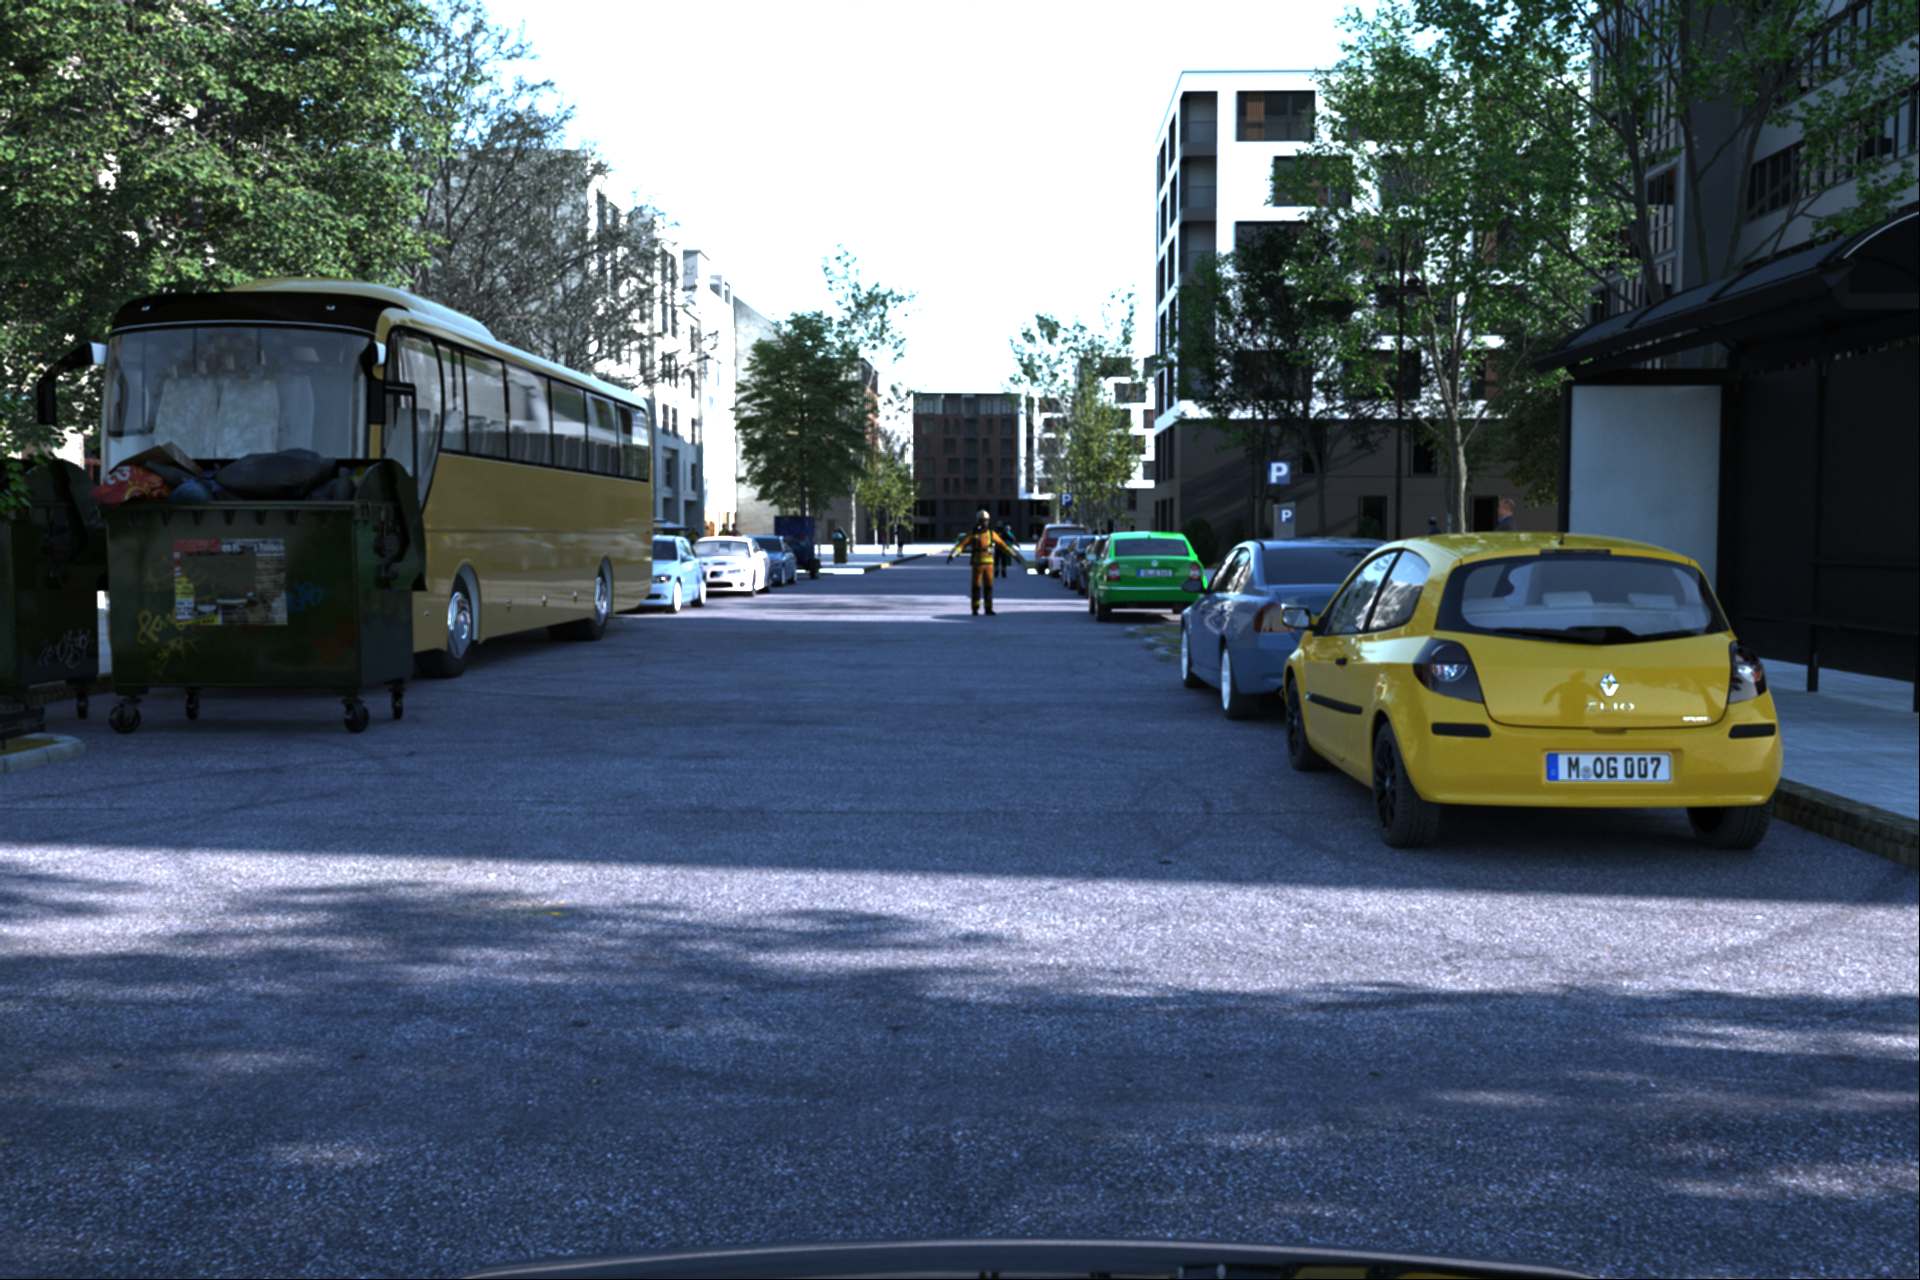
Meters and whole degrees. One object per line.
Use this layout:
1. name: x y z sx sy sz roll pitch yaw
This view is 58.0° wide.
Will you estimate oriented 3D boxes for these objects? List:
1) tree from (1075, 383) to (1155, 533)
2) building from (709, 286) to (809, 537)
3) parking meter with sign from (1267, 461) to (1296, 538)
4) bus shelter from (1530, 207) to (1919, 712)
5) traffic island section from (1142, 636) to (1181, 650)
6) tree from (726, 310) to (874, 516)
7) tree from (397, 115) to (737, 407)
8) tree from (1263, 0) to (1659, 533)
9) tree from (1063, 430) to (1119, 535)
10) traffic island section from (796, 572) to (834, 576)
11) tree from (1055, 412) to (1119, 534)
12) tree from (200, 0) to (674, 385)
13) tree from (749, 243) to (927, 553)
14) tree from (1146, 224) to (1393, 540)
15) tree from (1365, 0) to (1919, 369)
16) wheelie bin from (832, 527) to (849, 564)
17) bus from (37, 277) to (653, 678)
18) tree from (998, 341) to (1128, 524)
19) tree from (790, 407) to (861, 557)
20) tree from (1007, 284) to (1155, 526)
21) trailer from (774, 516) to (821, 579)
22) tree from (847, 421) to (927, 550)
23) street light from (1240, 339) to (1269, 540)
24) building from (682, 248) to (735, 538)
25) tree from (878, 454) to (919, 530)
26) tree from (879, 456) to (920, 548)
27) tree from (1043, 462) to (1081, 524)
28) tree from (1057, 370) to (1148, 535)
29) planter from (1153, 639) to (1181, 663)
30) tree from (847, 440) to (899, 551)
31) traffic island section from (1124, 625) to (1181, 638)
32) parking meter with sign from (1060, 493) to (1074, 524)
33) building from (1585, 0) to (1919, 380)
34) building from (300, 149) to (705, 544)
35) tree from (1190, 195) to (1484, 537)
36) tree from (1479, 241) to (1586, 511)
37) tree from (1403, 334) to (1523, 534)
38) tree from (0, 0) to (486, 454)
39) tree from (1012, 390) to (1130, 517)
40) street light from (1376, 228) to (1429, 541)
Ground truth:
1. tree: 7.546 -8.205 84.507 4.360 8.622 3.978 0 3 0
2. building: -22.529 -18.846 139.056 19.493 23.208 18.063 0 4 1
3. parking meter with sign: 7.619 -2.725 40.814 0.543 3.016 1.738 0 4 2
4. bus shelter: 6.188 -1.179 13.197 2.014 3.302 5.546 0 4 1
5. traffic island section: 3.336 0.055 21.968 1.991 0.108 1.994 0 4 2
6. tree: -7.999 -10.368 87.637 7.486 12.596 7.792 0 3 0
7. tree: -11.733 -8.551 50.173 12.009 13.543 11.850 0 3 0
8. tree: 9.666 -6.603 33.713 9.928 11.665 9.643 0 3 0
9. tree: 8.683 -10.343 119.465 4.360 8.622 3.978 0 3 0
10. traffic island section: -5.451 -2.311 60.654 1.991 0.108 1.994 0 4 1
11. tree: 7.683 -9.236 101.376 4.360 8.622 3.978 0 3 0
12. tree: -11.471 -7.804 37.970 12.009 13.543 11.850 0 3 0
13. tree: -8.238 -15.886 115.618 12.611 20.169 13.585 0 3 0
14. tree: 10.247 -8.073 57.750 9.928 11.665 9.643 0 3 0
15. tree: 8.799 -5.806 20.690 9.928 11.665 9.643 0 3 0
16. wheelie bin: -5.145 -4.062 74.319 0.693 1.594 0.980 0 4 2
17. bus: -6.092 -1.769 20.463 2.896 3.916 12.252 0 4 1
18. tree: 10.903 -19.109 168.315 12.611 20.169 13.585 0 3 0
19. tree: -8.028 -8.918 96.172 4.360 8.622 3.978 0 3 0
20. tree: 10.641 -16.780 130.244 12.611 20.169 13.585 0 3 0
21. trailer: -5.282 -2.913 54.670 1.471 1.999 3.904 0 4 2
22. tree: -6.269 -12.780 143.360 7.601 10.594 8.767 -3 4 -39
23. street light: 6.972 -4.180 41.131 0.468 5.910 1.993 0 4 1
24. building: -22.037 -15.888 116.185 16.016 20.090 11.380 0 4 1
25. tree: -5.674 -12.797 159.587 4.737 8.622 4.395 0 3 0
26. tree: -5.682 -12.490 154.577 4.737 8.622 4.395 0 3 0
27. tree: 9.245 -12.473 154.301 4.737 8.622 4.395 0 3 0
28. tree: 6.284 -7.762 77.275 4.737 8.622 4.395 0 3 0
29. planter: 3.250 0.074 19.937 1.991 0.319 1.994 0 4 0
30. tree: -6.804 -11.288 134.924 4.737 8.622 4.395 0 3 0
31. traffic island section: 3.341 -0.101 24.521 1.991 0.108 1.994 0 4 2
32. parking meter with sign: 4.529 -4.692 72.976 0.543 3.016 1.738 0 4 0
33. building: 29.868 -14.144 50.321 14.314 24.678 30.058 0 4 2
34. building: -25.137 -14.021 95.697 16.747 18.905 31.486 0 4 1
35. tree: 9.997 -6.882 46.938 8.767 10.594 7.601 2 4 25
36. tree: 25.743 -10.047 70.918 9.857 13.997 8.962 0 3 0
37. tree: 18.195 -6.905 63.265 4.737 8.622 4.395 0 3 0
38. tree: -12.130 -7.320 26.337 9.857 13.997 8.962 0 3 0
39. tree: 9.485 -14.399 145.786 12.009 13.543 11.850 0 3 0
40. street light: 6.676 -3.273 26.297 0.468 5.910 1.993 0 4 1
